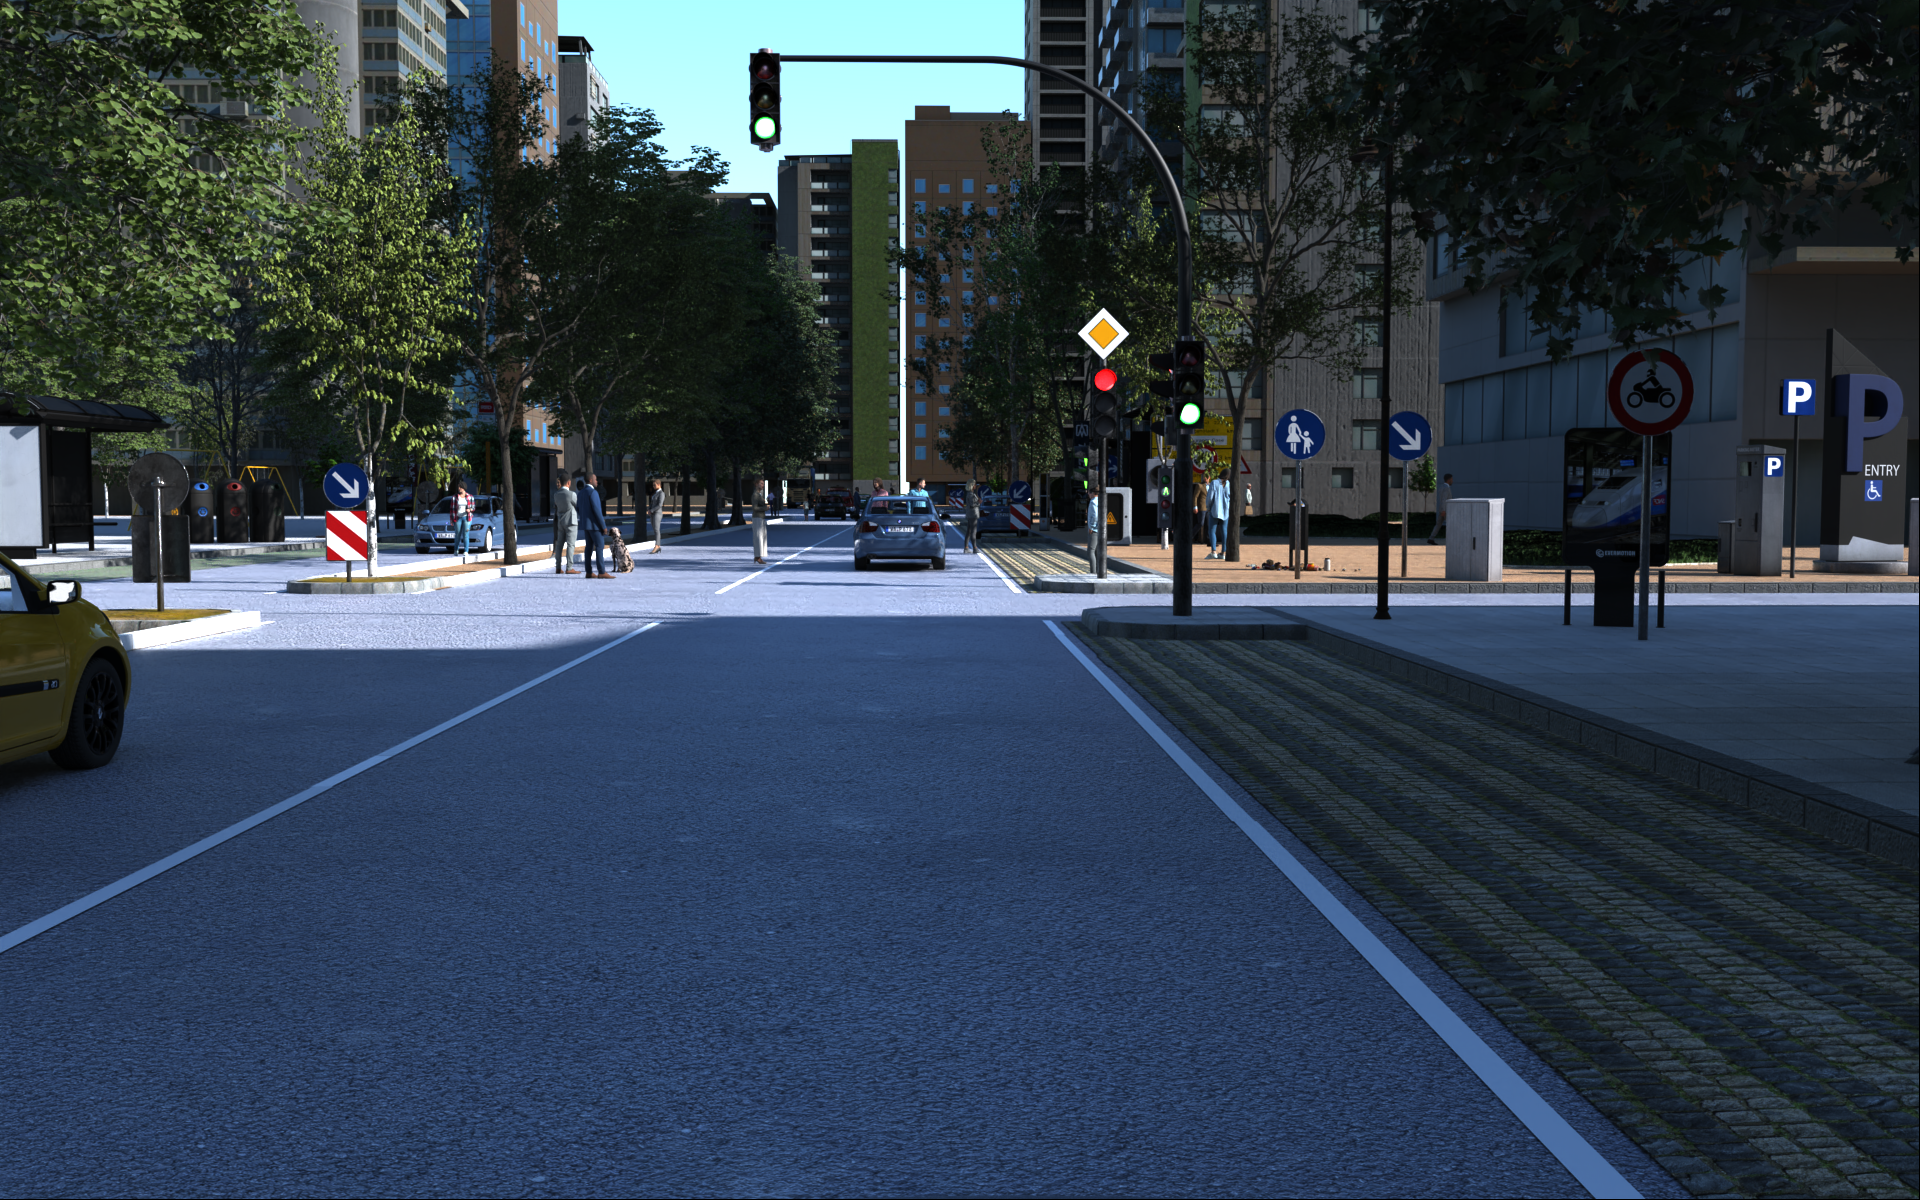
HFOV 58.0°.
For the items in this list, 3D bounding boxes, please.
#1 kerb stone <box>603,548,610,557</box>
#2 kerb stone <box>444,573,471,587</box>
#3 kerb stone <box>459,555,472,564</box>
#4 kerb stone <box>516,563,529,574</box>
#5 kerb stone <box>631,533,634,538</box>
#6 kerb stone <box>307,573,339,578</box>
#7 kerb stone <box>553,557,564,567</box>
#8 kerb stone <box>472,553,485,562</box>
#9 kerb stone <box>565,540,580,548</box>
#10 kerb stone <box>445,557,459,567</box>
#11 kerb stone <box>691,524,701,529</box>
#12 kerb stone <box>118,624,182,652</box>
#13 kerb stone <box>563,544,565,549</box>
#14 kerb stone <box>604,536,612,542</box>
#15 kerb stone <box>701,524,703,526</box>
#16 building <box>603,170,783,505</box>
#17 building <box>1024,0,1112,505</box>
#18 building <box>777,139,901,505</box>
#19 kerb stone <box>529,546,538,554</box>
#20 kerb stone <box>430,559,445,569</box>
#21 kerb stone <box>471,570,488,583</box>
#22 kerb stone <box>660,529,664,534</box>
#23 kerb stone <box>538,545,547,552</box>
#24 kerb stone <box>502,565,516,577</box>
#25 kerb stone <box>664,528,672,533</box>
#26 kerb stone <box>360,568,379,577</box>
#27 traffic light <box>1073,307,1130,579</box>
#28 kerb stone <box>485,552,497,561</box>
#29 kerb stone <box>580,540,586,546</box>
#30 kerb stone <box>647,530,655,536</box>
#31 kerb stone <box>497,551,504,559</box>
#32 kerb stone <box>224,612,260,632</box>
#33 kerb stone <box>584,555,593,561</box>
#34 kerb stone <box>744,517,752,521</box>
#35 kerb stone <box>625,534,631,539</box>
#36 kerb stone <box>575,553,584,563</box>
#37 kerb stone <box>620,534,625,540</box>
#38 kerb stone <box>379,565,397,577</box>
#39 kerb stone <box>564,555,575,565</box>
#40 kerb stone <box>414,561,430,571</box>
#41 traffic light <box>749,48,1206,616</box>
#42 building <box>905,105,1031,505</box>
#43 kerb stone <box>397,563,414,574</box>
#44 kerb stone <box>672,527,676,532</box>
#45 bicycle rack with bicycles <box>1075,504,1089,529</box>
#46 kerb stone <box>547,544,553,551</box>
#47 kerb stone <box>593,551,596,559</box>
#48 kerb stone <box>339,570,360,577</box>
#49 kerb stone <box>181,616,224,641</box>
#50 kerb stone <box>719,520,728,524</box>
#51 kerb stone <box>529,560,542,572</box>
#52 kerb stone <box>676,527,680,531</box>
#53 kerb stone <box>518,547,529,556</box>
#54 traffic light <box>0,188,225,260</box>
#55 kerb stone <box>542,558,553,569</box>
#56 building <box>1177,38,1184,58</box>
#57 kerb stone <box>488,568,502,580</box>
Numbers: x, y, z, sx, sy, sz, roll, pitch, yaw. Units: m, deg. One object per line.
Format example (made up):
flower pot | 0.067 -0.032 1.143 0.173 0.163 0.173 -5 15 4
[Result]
kerb stone | -8.171 -1.055 39.439 0.120 0.150 1.000 0 4 -1
kerb stone | -7.888 -0.302 27.135 0.120 0.150 1.000 0 4 -1
kerb stone | -10.179 -0.796 35.277 0.120 0.150 1.000 0 4 -1
kerb stone | -7.983 -0.550 31.232 0.120 0.150 1.000 0 4 -1
kerb stone | -10.654 -2.053 55.759 0.120 0.150 1.000 0 4 -1
kerb stone | -9.988 -0.299 27.084 0.120 0.150 1.000 0 4 -1
kerb stone | -8.058 -0.741 34.316 0.120 0.150 1.000 0 4 -1
kerb stone | -10.204 -0.857 36.300 0.120 0.150 1.000 0 4 -1
kerb stone | -10.442 -1.490 46.552 0.120 0.150 1.000 0 4 -1
kerb stone | -10.151 -0.736 34.255 0.120 0.150 1.000 0 4 -1
kerb stone | -11.033 -3.052 72.143 0.120 0.150 1.000 0 4 -1
kerb stone | -7.645 0.358 16.350 0.120 0.150 1.000 0 4 -1
kerb stone | -10.392 -1.365 44.506 0.120 0.150 1.000 0 4 -1
kerb stone | -10.556 -1.802 51.666 0.120 0.150 1.000 0 4 -1
kerb stone | -11.057 -3.115 73.165 0.120 0.150 1.000 0 4 -1
building | -33.620 -31.729 210.656 23.993 40.220 32.217 0 4 -1
building | 18.392 -46.946 205.822 20.611 71.187 20.563 0 4 -1
building | -13.997 -31.739 202.528 14.086 41.232 14.154 0 4 -1
kerb stone | -10.318 -1.176 41.431 0.120 0.150 1.000 0 4 -1
kerb stone | -10.128 -0.674 33.230 0.120 0.150 1.000 0 4 -1
kerb stone | -7.909 -0.365 28.160 0.120 0.150 1.000 0 4 -1
kerb stone | -10.800 -2.428 61.897 0.120 0.150 1.000 0 4 -1
kerb stone | -10.345 -1.239 42.453 0.120 0.150 1.000 0 4 -1
kerb stone | -7.960 -0.487 30.210 0.120 0.150 1.000 0 4 -1
kerb stone | -10.840 -2.553 63.942 0.120 0.150 1.000 0 4 -1
kerb stone | -10.043 -0.425 29.137 0.120 0.150 1.000 0 4 -1
traffic light | 2.139 -2.280 26.203 0.839 4.253 0.868 0 4 -1
kerb stone | -10.222 -0.925 37.325 0.120 0.150 1.000 0 4 -1
kerb stone | -10.463 -1.552 47.577 0.120 0.150 1.000 0 4 -1
kerb stone | -10.774 -2.365 60.869 0.120 0.150 1.000 0 4 -1
kerb stone | -10.251 -0.986 38.357 0.120 0.150 1.000 0 4 -1
kerb stone | -7.689 0.232 18.402 0.120 0.150 1.000 0 4 -1
kerb stone | -8.122 -0.929 37.385 0.120 0.150 1.000 0 4 -1
kerb stone | -11.555 -4.430 94.705 0.120 0.150 1.000 0 4 -1
kerb stone | -10.629 -1.986 54.737 0.120 0.150 1.000 0 4 -1
kerb stone | -8.102 -0.866 36.360 0.120 0.150 1.000 0 4 -1
kerb stone | -10.610 -1.928 53.715 0.120 0.150 1.000 0 4 -1
kerb stone | -10.066 -0.487 30.161 0.120 0.150 1.000 0 4 -1
kerb stone | -8.077 -0.804 35.338 0.120 0.150 1.000 0 4 -1
kerb stone | -10.105 -0.612 32.208 0.120 0.150 1.000 0 4 -1
traffic light | 0.235 -2.652 18.031 4.771 5.953 1.251 0 4 -1
building | 0.753 -33.823 203.122 14.200 45.320 14.600 0 4 -1
kerb stone | -10.084 -0.550 31.186 0.120 0.150 1.000 0 4 -1
kerb stone | -10.867 -2.615 64.964 0.120 0.150 1.000 0 4 -1
bicycle rack with bicycles | 5.385 -2.996 62.369 2.852 0.926 2.925 -1 4 -16
kerb stone | -10.371 -1.301 43.475 0.120 0.150 1.000 0 4 -1
kerb stone | -8.160 -0.991 38.416 0.120 0.150 1.000 0 4 -1
kerb stone | -10.010 -0.361 28.106 0.120 0.150 1.000 0 4 -1
kerb stone | -7.668 0.295 17.373 0.120 0.150 1.000 0 4 -1
kerb stone | -11.265 -3.682 82.404 0.120 0.150 1.000 0 4 -1
kerb stone | -8.011 -0.615 32.261 0.120 0.150 1.000 0 4 -1
kerb stone | -10.888 -2.674 65.986 0.120 0.150 1.000 0 4 -1
kerb stone | -10.287 -1.114 40.403 0.120 0.150 1.000 0 4 -1
traffic light | -13.427 -3.131 25.863 4.771 5.953 1.251 0 4 -1
kerb stone | -8.035 -0.679 33.294 0.120 0.150 1.000 0 4 -1
building | 29.376 -26.417 123.803 32.217 40.220 23.993 0 4 -1
kerb stone | -7.940 -0.428 29.187 0.120 0.150 1.000 0 4 -1
